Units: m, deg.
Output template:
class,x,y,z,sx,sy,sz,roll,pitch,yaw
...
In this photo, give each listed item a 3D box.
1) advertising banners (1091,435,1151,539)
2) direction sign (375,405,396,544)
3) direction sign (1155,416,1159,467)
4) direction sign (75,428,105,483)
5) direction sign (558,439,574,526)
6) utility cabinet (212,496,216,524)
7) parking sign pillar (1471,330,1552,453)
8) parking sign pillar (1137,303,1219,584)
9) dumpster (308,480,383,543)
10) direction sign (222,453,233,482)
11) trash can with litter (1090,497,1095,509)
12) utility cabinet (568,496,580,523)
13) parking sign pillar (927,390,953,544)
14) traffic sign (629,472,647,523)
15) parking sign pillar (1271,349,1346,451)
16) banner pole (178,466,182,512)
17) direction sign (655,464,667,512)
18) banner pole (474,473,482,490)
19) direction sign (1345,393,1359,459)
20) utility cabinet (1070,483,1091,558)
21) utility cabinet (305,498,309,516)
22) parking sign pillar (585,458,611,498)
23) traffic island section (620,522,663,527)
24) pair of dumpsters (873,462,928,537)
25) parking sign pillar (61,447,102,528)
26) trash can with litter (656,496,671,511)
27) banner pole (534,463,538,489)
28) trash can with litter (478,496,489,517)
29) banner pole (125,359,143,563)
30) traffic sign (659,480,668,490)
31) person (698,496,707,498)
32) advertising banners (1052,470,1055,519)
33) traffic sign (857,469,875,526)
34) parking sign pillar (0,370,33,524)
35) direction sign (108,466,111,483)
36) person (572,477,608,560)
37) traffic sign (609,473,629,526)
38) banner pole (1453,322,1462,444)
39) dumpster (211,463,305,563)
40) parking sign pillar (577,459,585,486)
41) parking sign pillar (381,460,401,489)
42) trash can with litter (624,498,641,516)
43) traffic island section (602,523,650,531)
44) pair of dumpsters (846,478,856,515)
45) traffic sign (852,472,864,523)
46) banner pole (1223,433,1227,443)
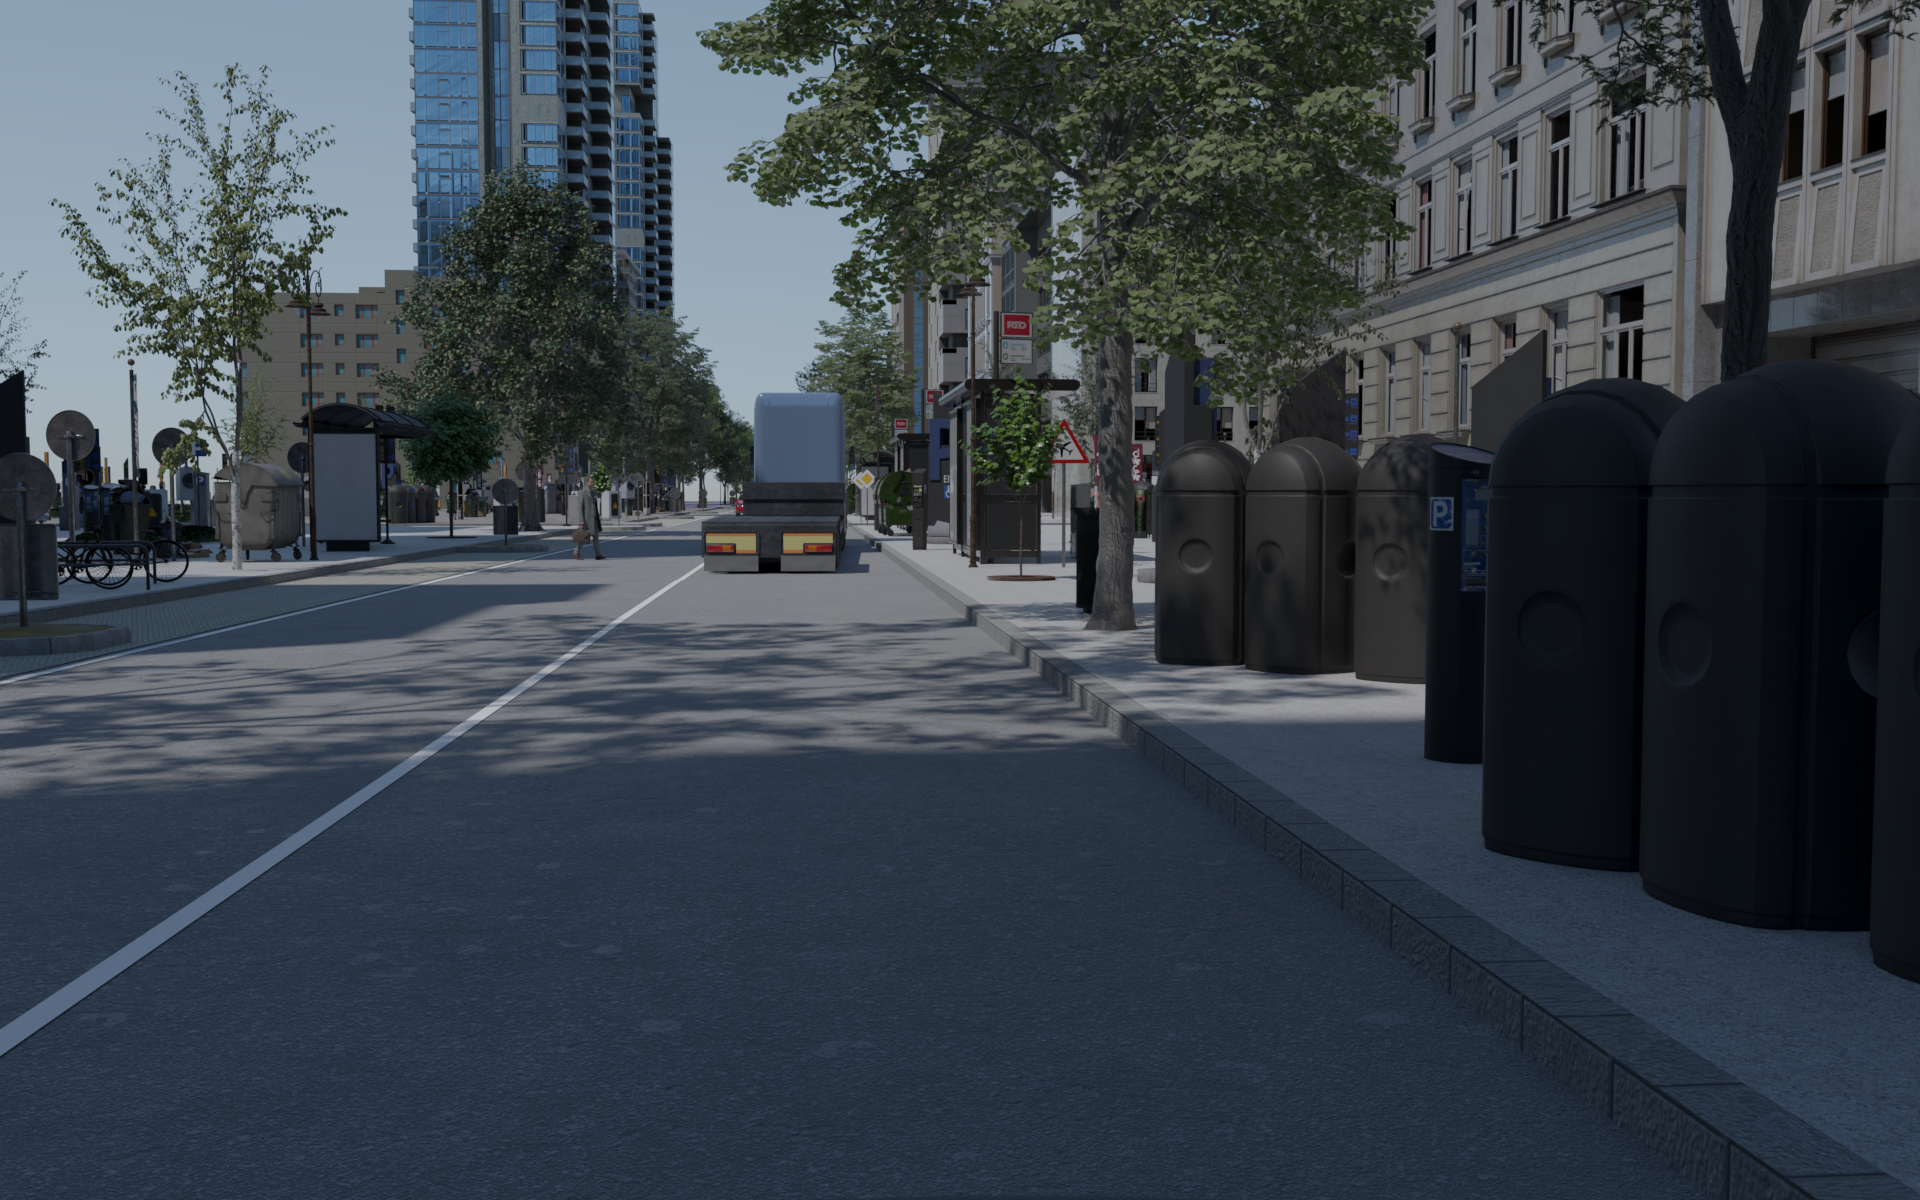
class,x,y,z,sx,sy,sz,roll,pitch,yaw
advertising banners,4.685,-3.313,50.354,2.074,3.025,0.090,3,5,43
direction sign,-14.688,-3.201,44.339,0.379,3.537,0.876,1,4,12
direction sign,6.062,-3.546,49.982,0.876,3.537,0.379,0,4,1
direction sign,-30.132,-4.151,59.862,0.876,3.537,0.379,0,4,4
direction sign,-15.718,-4.716,69.112,0.876,3.537,0.379,3,4,36
utility cabinet,-31.952,-3.926,75.347,1.020,1.237,0.306,-2,4,-29
parking sign pillar,9.253,-2.483,29.067,1.447,3.967,1.447,-3,5,-43
parking sign pillar,3.306,-2.244,25.158,1.447,3.967,1.447,0,4,-5
dumpster,-16.253,-2.650,45.820,1.502,2.255,1.985,0,4,-5
direction sign,-40.849,-6.414,96.870,0.379,3.537,0.876,2,4,31
trash can with litter,6.188,-4.097,78.366,1.055,1.170,0.624,2,4,29
utility cabinet,-16.718,-3.984,76.301,1.020,1.237,0.306,0,4,-6
parking sign pillar,-0.167,-3.439,44.694,1.447,3.967,1.447,2,4,29
traffic sign,-14.240,-4.465,76.647,0.795,2.450,0.064,0,4,-5
parking sign pillar,6.458,-2.672,32.163,1.447,3.967,1.447,-1,4,-12
banner pole,-40.505,-6.109,89.900,0.401,3.779,0.863,-2,4,-35
direction sign,-21.574,-8.126,124.861,0.876,3.537,0.379,0,4,6
banner pole,-35.644,-8.431,127.860,0.863,3.779,0.401,-3,4,-37
direction sign,8.536,-2.877,39.035,0.876,3.537,0.379,2,4,29
utility cabinet,2.394,-1.590,34.676,0.318,1.500,1.173,0,4,-1
utility cabinet,-37.116,-5.445,97.706,0.318,1.500,1.173,0,4,8
parking sign pillar,-25.856,-8.345,124.910,1.447,3.967,1.447,0,4,8
traffic island section,-14.262,-3.329,76.707,2.009,0.180,2.903,0,4,-5
pair of dumpsters,-1.860,-3.159,54.151,1.574,2.255,4.437,0,4,-5
parking sign pillar,-33.564,-4.754,66.193,1.447,3.967,1.447,-1,4,-13
trash can with litter,-21.971,-7.177,128.737,1.055,1.170,0.624,2,4,28
banner pole,-19.738,-5.518,80.236,0.863,3.779,0.401,2,4,33
trash can with litter,-26.884,-5.266,97.489,0.624,1.170,1.055,0,4,-7
banner pole,-15.212,-2.566,31.967,0.401,3.779,0.863,-2,4,-33
traffic sign,-25.517,-9.114,149.116,0.768,2.556,0.104,0,4,-1
person,-34.062,-13.451,229.152,1.217,1.736,0.721,-1,4,-9
advertising banners,4.804,-5.675,88.968,0.090,3.025,2.074,0,3,0
traffic sign,-3.727,-4.030,69.538,0.795,2.450,0.064,0,4,-5
parking sign pillar,-20.961,-3.007,37.632,1.447,3.967,1.447,-1,4,-15
direction sign,-69.864,-9.146,141.537,0.876,3.537,0.379,-1,4,-22
person,-8.045,-1.775,37.620,0.767,1.812,0.694,2,4,24
traffic sign,-13.535,-3.979,68.693,0.795,2.450,0.064,0,4,-5
banner pole,7.174,-2.146,25.105,0.401,3.779,0.863,1,4,18
dumpster,-13.408,-1.672,33.099,1.264,1.857,1.865,0,4,-5
parking sign pillar,-29.501,-8.991,135.474,1.447,3.967,1.447,1,4,9
parking sign pillar,-35.504,-7.318,108.118,1.447,3.967,1.447,2,4,31
trash can with litter,-19.185,-5.514,101.549,1.055,1.170,0.624,0,4,-7
traffic island section,-13.558,-2.842,68.752,2.009,0.180,2.903,0,4,-5
pair of dumpsters,-6.534,-6.518,109.069,1.574,2.255,4.437,0,4,-5
traffic sign,-4.432,-4.517,77.492,0.795,2.450,0.064,0,4,-5
banner pole,10.761,-4.921,70.473,0.401,3.779,0.863,1,4,10
